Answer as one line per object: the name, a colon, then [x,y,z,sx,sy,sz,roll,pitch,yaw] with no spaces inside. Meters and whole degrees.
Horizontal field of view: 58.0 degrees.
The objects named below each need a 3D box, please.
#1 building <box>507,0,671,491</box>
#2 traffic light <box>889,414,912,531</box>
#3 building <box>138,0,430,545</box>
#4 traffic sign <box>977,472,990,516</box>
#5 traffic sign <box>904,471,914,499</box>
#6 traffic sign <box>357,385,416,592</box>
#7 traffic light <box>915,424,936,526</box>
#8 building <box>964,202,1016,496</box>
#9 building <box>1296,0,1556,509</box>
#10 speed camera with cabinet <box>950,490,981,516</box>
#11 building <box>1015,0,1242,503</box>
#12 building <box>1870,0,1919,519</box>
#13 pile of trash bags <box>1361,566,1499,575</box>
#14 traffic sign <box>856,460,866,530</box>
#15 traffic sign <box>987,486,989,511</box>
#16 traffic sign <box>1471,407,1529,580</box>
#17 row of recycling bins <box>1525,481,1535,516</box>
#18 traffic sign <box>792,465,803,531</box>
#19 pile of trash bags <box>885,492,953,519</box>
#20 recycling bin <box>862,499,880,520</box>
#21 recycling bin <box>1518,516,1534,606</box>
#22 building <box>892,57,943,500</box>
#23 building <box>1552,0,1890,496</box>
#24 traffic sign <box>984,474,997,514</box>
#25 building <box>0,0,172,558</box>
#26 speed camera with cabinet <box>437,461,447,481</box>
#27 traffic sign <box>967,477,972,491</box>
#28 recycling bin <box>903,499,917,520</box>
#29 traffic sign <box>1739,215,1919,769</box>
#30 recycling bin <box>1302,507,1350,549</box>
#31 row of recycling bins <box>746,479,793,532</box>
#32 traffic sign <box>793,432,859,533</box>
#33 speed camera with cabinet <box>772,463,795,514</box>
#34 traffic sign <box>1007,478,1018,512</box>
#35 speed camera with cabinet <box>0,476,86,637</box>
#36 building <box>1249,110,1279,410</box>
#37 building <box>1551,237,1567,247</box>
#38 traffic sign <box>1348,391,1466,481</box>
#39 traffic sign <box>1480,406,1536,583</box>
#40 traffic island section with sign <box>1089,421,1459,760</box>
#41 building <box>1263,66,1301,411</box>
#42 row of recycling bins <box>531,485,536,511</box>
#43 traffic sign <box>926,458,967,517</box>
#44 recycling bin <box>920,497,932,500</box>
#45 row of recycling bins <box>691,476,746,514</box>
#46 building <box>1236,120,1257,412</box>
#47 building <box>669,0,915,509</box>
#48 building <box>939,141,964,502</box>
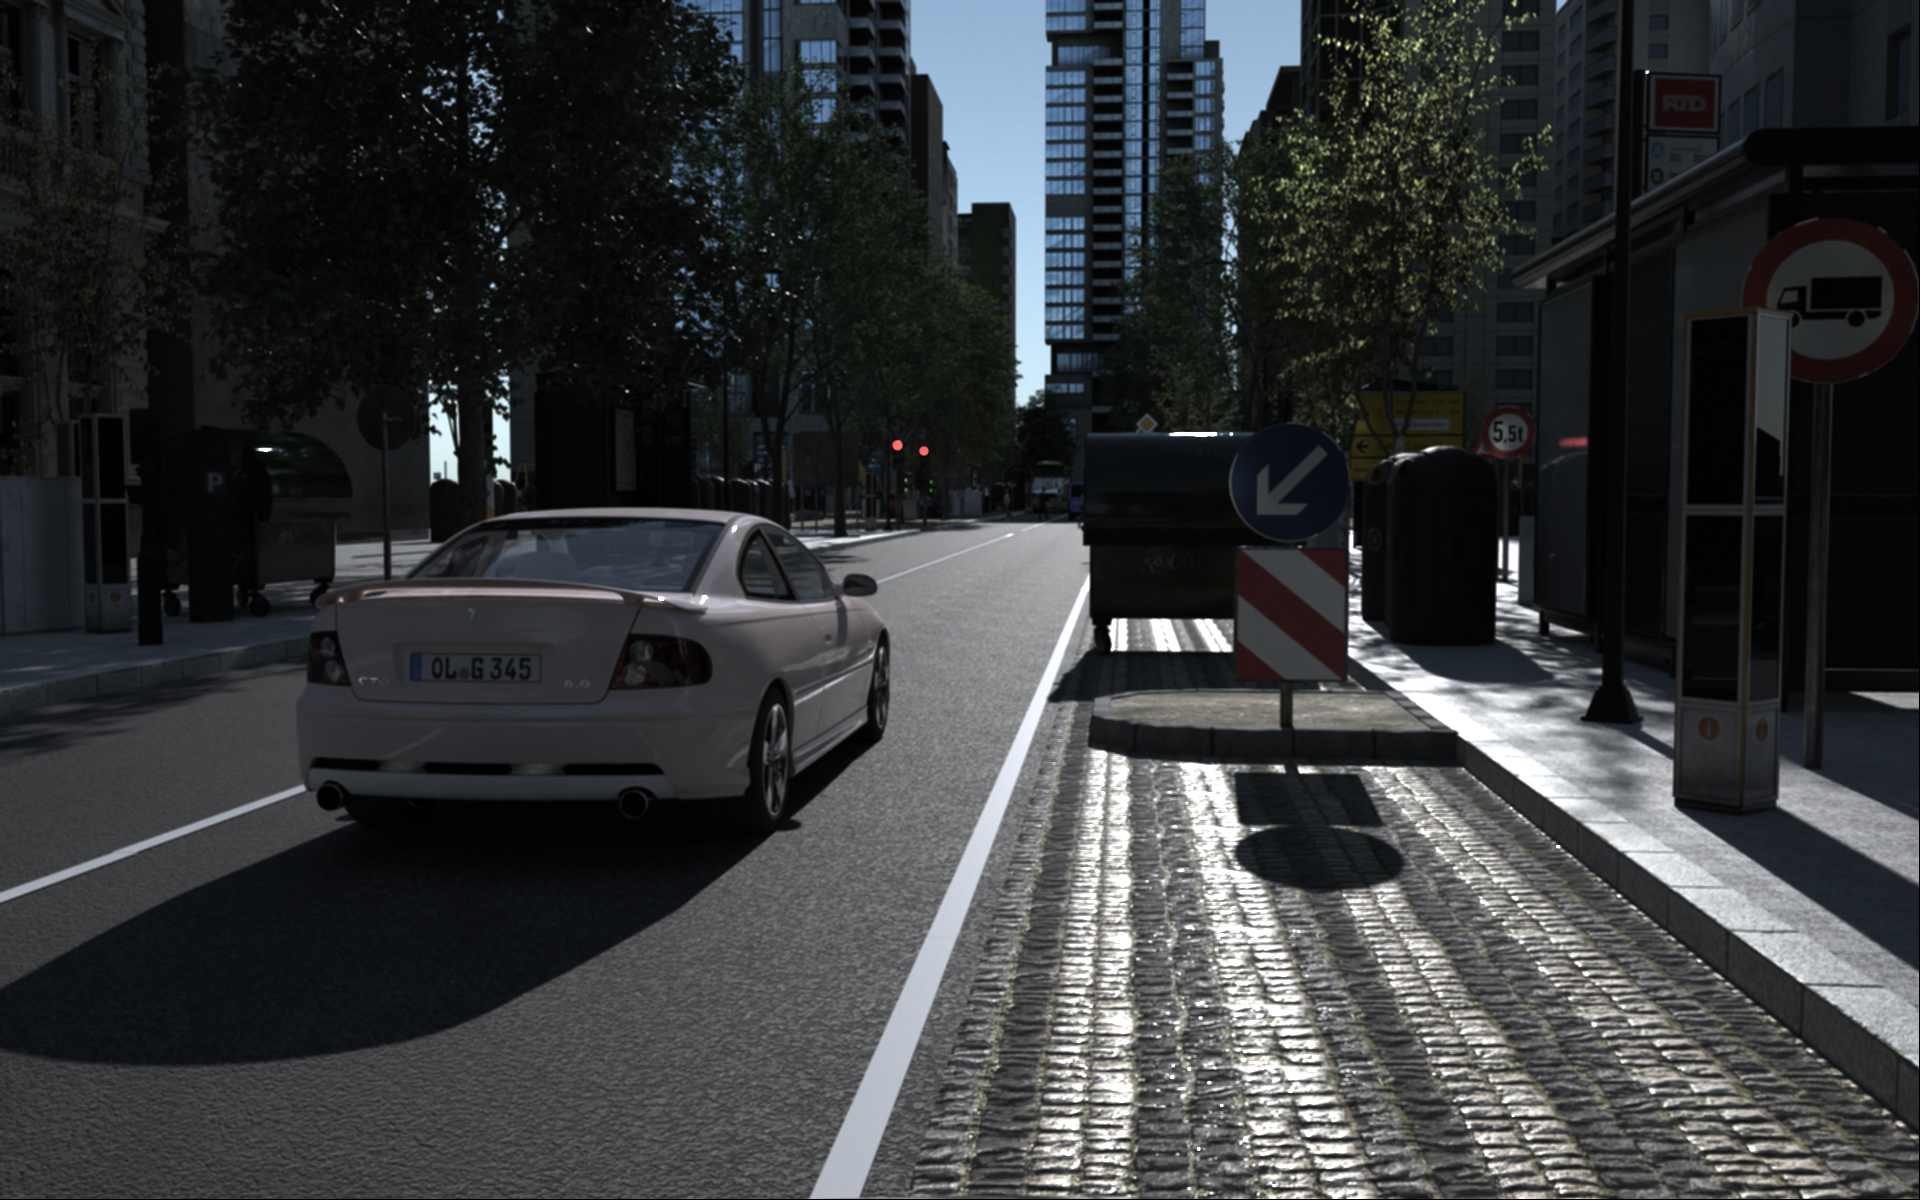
building: [-39.312,-46.694,201.692,20.611,71.187,20.563,0,4,5]
traffic light: [-2.131,-4.391,60.712,0.839,4.253,0.868,0,4,5]
building: [-27.373,-15.325,44.064,24.014,27.812,14.314,0,4,5]
traffic sign: [1.354,-6.186,101.250,0.768,2.556,0.104,1,4,10]
traffic sign: [-2.852,-5.726,93.733,0.768,2.556,0.104,1,4,11]
traffic sign: [-6.731,-1.236,20.316,0.768,2.556,0.104,1,4,13]
traffic light: [-1.378,-4.877,68.661,0.839,4.253,0.868,0,4,5]
building: [0.615,-34.361,245.396,14.086,41.232,14.154,0,4,5]
building: [38.642,-43.554,150.360,20.563,71.187,20.611,0,4,5]
speed camera with cabinet: [0.222,-6.616,102.504,2.038,3.252,0.660,1,4,9]
building: [24.059,-57.090,246.096,31.000,86.520,22.319,0,4,5]
building: [25.918,-29.941,31.535,21.231,58.520,28.212,0,4,5]
pile of trash bags: [8.115,-1.178,29.005,1.912,1.369,3.447,0,4,-7]
traffic sign: [-3.623,-3.736,61.080,0.884,2.594,0.081,0,4,6]
traffic sign: [2.153,-7.942,129.852,0.884,2.594,0.081,1,4,10]
traffic sign: [8.049,-1.586,25.939,0.884,2.594,0.081,0,4,8]
row of recycling bins: [18.086,-2.810,53.064,3.534,1.692,1.069,0,4,6]
traffic sign: [-5.531,-3.705,60.677,0.768,2.556,0.104,1,4,15]
pile of trash bags: [-2.175,-4.878,89.501,3.447,1.369,1.912,-1,4,-16]
recycling bin: [-4.497,-4.577,87.385,0.722,1.027,0.722,-1,4,-22]
recycling bin: [6.918,-0.448,19.877,0.722,1.027,0.722,-2,4,-33]
building: [-9.409,-32.566,182.561,14.600,45.320,14.200,0,4,5]
building: [81.593,-39.629,189.933,28.212,58.520,21.231,0,4,5]
traffic sign: [1.916,-6.714,109.785,0.884,2.594,0.081,0,4,7]
building: [-22.185,-12.069,26.200,11.050,23.489,19.941,0,4,5]
speed camera with cabinet: [-30.595,-6.758,104.822,0.660,3.252,2.038,3,5,43]
traffic sign: [0.638,-8.121,132.885,0.768,2.556,0.104,1,4,11]
recycling bin: [-2.524,-4.409,84.638,0.722,1.027,0.722,-1,4,-10]
traffic sign: [3.994,-0.485,8.037,0.768,2.556,0.104,1,4,12]
recycling bin: [7.026,-1.269,33.294,0.722,1.027,0.722,-1,4,-9]
row of recycling bins: [-5.866,-2.554,48.863,1.069,1.692,3.534,1,4,14]
traffic sign: [-4.456,-3.886,57.410,2.265,3.308,0.079,1,4,13]
speed camera with cabinet: [-11.000,-7.038,109.406,0.660,3.252,2.038,3,5,42]
traffic sign: [3.791,-7.589,125.270,0.795,2.450,0.064,1,4,11]
speed camera with cabinet: [-8.874,-1.294,15.493,0.660,3.252,2.038,1,4,22]
building: [40.523,-33.490,197.669,14.600,45.320,14.200,0,4,5]
building: [60.383,-25.994,196.711,14.107,30.474,14.160,0,4,5]
traffic sign: [8.844,-2.475,34.345,2.265,3.308,0.079,0,4,6]
traffic sign: [7.907,-1.526,25.048,0.768,2.556,0.104,1,4,12]
traffic island section with sign: [1.776,-0.101,10.288,1.989,1.847,2.006,0,4,5]
building: [42.452,-31.865,175.610,22.147,44.769,28.867,0,4,5]
row of recycling bins: [-18.492,-4.446,79.798,3.534,1.692,1.069,-3,5,-42]
traffic sign: [-0.765,-6.273,96.441,2.265,3.308,0.079,0,4,8]
recycling bin: [-2.557,-7.244,130.998,0.722,1.027,0.722,1,4,17]
row of recycling bins: [-5.919,-1.978,39.450,1.069,1.692,3.534,0,4,7]
building: [53.452,-40.247,247.277,27.495,52.752,28.713,0,4,5]
building: [-15.177,-51.775,159.190,22.319,86.520,31.000,0,4,5]
building: [-7.540,-31.760,202.874,14.086,41.232,14.154,0,4,5]
